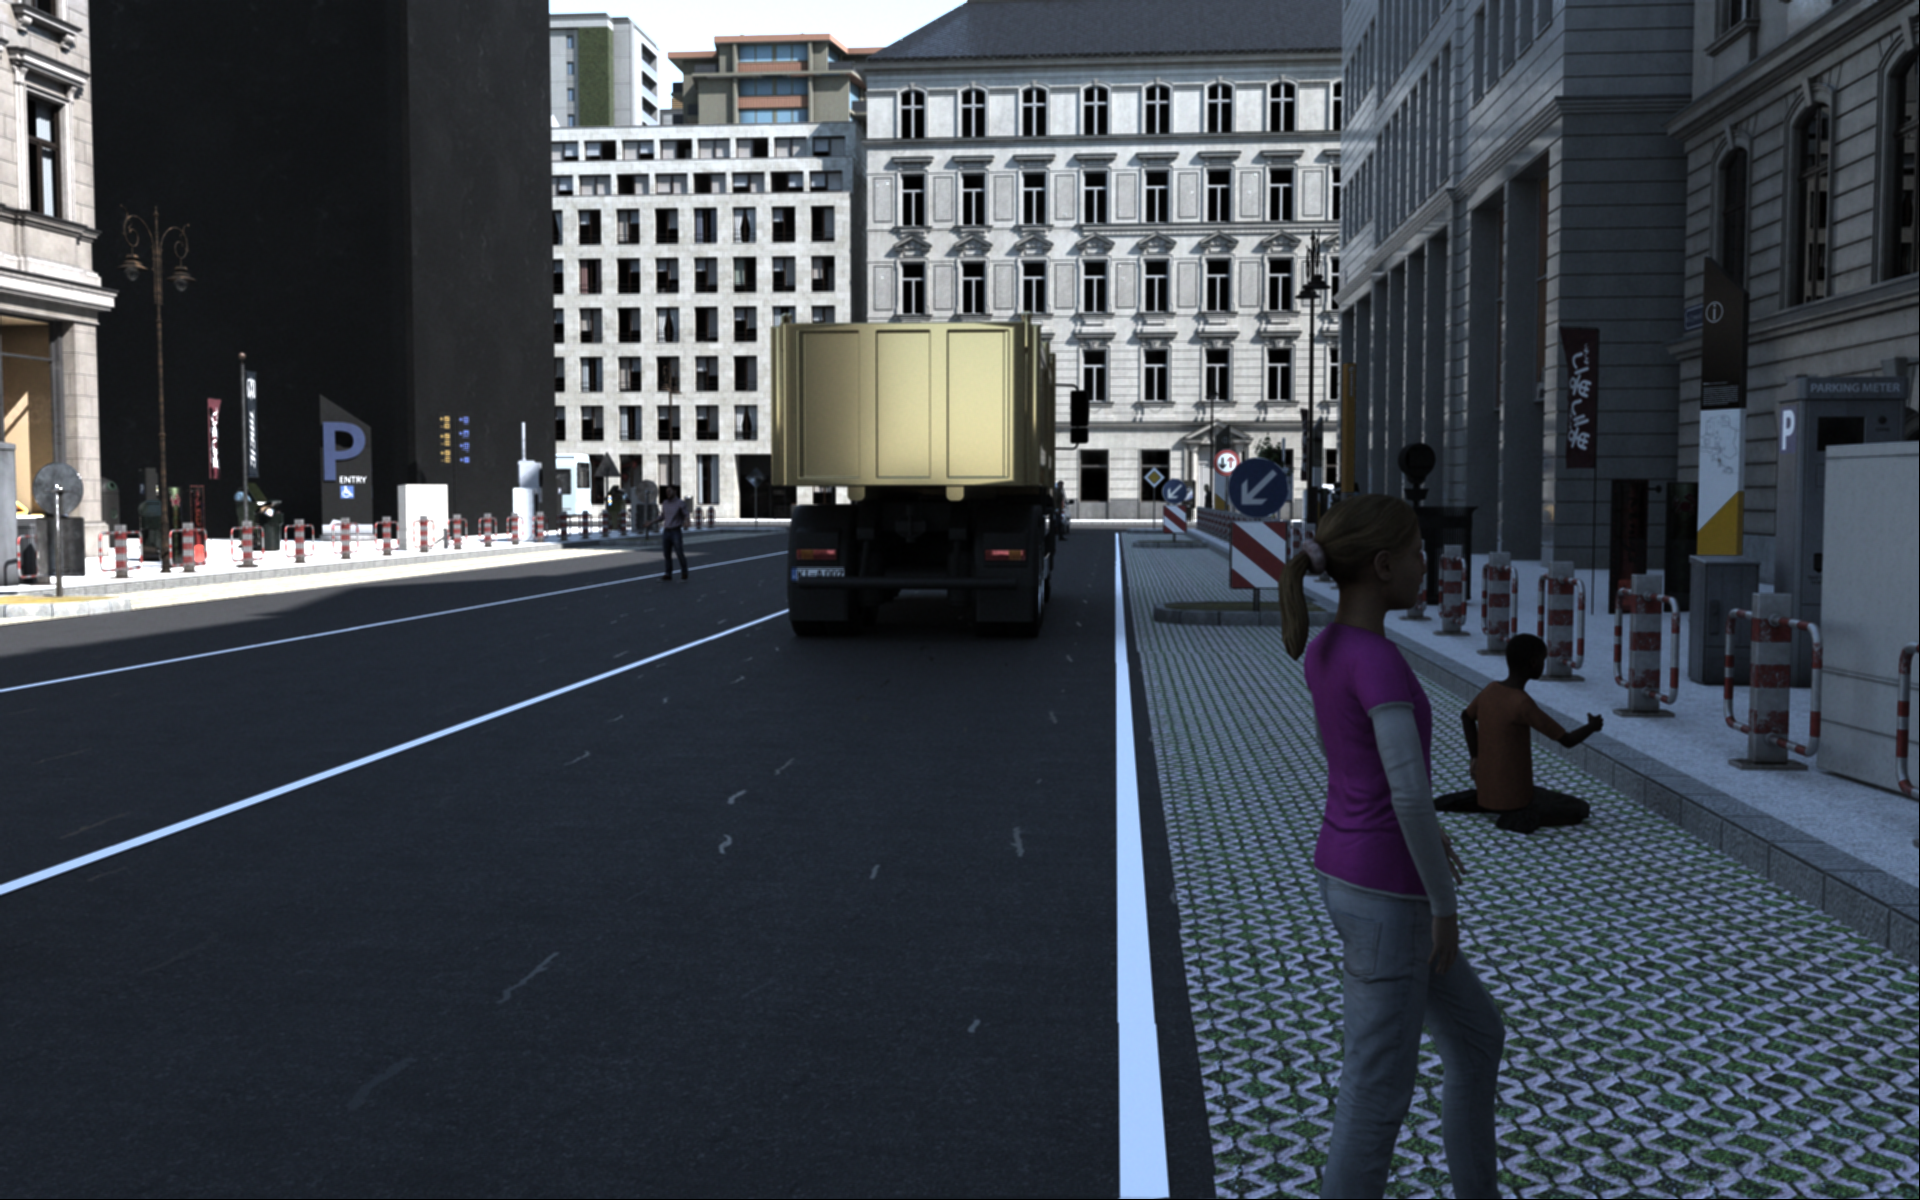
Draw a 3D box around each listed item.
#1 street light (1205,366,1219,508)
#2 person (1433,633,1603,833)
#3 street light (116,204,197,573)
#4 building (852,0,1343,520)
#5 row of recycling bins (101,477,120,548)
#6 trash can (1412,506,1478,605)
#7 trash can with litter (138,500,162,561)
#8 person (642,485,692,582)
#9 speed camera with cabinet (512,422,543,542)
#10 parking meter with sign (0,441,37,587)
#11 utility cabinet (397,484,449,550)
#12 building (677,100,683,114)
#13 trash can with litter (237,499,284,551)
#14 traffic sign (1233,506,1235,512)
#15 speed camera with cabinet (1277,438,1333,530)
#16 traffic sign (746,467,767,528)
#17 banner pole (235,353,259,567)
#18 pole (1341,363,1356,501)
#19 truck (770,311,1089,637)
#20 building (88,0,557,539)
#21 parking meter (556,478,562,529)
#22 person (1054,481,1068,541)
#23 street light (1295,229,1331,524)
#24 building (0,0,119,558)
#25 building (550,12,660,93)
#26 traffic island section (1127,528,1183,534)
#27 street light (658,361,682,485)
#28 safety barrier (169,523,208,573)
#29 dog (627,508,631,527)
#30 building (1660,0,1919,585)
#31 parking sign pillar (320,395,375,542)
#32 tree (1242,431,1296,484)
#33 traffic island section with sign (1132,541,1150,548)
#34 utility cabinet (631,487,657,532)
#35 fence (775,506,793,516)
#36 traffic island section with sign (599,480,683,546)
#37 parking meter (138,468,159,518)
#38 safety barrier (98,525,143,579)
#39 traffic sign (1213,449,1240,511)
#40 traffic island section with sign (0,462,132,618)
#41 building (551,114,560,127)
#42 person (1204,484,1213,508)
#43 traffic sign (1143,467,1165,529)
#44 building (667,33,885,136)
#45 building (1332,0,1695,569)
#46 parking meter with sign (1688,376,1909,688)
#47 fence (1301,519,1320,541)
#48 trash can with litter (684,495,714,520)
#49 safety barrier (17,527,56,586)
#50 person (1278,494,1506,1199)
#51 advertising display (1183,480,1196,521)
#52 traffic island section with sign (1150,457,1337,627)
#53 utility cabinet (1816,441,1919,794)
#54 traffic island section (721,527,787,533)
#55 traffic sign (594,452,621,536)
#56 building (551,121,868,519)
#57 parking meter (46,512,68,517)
[{"bbox_3d":[9.101,-5.494,62.622,0.468,5.910,1.993,0,4,5],"label":"street light"},{"bbox_3d":[2.498,0.564,7.570,0.655,0.850,0.859,-1,4,-14],"label":"person"},{"bbox_3d":[-12.921,-3.377,28.003,0.468,5.910,1.993,0,4,5],"label":"street light"},{"bbox_3d":[17.408,-19.311,92.157,44.131,29.872,17.030,0,4,5],"label":"building"},{"bbox_3d":[-21.261,-2.017,40.088,1.069,1.692,3.534,2,4,32],"label":"row of recycling bins"},{"bbox_3d":[5.637,-0.520,20.159,0.748,1.137,0.748,0,3,0],"label":"trash can"},{"bbox_3d":[-15.573,-1.355,33.539,0.624,1.170,1.055,-1,4,-22],"label":"trash can with litter"},{"bbox_3d":[-4.715,-1.094,28.338,0.963,1.587,0.435,1,4,22],"label":"person"},{"bbox_3d":[-11.738,-3.224,47.052,0.660,3.252,2.038,0,4,-7],"label":"speed camera with cabinet"},{"bbox_3d":[-13.429,-1.693,23.944,0.543,3.016,1.738,1,4,12],"label":"parking meter with sign"},{"bbox_3d":[-12.251,-1.885,39.506,0.318,1.500,1.173,2,4,33],"label":"utility cabinet"},{"bbox_3d":[-48.070,-43.978,261.037,28.212,58.520,21.231,0,4,5],"label":"building"},{"bbox_3d":[-15.772,-1.686,38.961,1.055,1.170,0.624,1,4,15],"label":"trash can with litter"},{"bbox_3d":[9.784,-3.785,61.890,0.884,2.594,0.081,1,4,9],"label":"traffic sign"},{"bbox_3d":[12.099,-4.089,61.194,2.038,3.252,0.660,0,4,5],"label":"speed camera with cabinet"},{"bbox_3d":[-7.600,-3.724,64.538,0.795,2.450,0.064,0,4,5],"label":"traffic sign"},{"bbox_3d":[-12.697,-2.504,30.958,0.401,3.779,0.863,0,4,-1],"label":"banner pole"},{"bbox_3d":[6.068,-2.034,27.096,0.158,3.312,0.155,0,3,0],"label":"pole"},{"bbox_3d":[-0.169,-1.537,21.050,3.469,3.379,9.791,0,4,4],"label":"truck"},{"bbox_3d":[-22.654,-13.783,55.027,15.834,23.373,12.332,0,4,5],"label":"building"},{"bbox_3d":[-14.873,-3.559,63.907,0.255,1.863,0.399,1,4,17],"label":"parking meter"},{"bbox_3d":[2.983,-2.743,53.256,0.836,1.842,0.656,-2,4,-23],"label":"person"},{"bbox_3d":[6.181,-3.529,30.493,0.468,5.910,1.993,0,4,5],"label":"street light"},{"bbox_3d":[-23.537,-10.060,15.393,10.553,20.767,40.483,0,4,5],"label":"building"},{"bbox_3d":[-51.547,-41.010,212.509,28.212,58.520,21.231,0,4,5],"label":"building"},{"bbox_3d":[7.108,-2.508,63.280,2.009,0.180,2.903,0,4,5],"label":"traffic island section"},{"bbox_3d":[-10.035,-5.342,60.136,0.468,5.910,1.993,0,4,5],"label":"street light"},{"bbox_3d":[-12.525,-0.847,28.119,0.300,0.817,1.120,0,4,5],"label":"safety barrier"},{"bbox_3d":[-14.299,-3.617,75.977,0.513,0.831,0.800,-1,4,-16],"label":"dog"},{"bbox_3d":[15.479,-11.726,10.802,14.460,24.649,34.723,0,4,5],"label":"building"},{"bbox_3d":[-16.608,-3.573,46.889,1.447,3.967,1.447,-1,4,-18],"label":"parking sign pillar"},{"bbox_3d":[9.526,-3.577,53.092,1.663,3.219,1.824,0,3,0],"label":"tree"},{"bbox_3d":[5.625,-2.314,46.463,1.989,1.847,2.006,0,4,5],"label":"traffic island section with sign"},{"bbox_3d":[-10.522,-2.999,57.710,0.318,1.500,1.173,1,4,21],"label":"utility cabinet"},{"bbox_3d":[-8.367,-4.415,87.561,2.069,0.683,0.278,0,4,3],"label":"fence"},{"bbox_3d":[-8.780,-2.412,48.058,1.989,1.847,2.006,0,4,5],"label":"traffic island section with sign"},{"bbox_3d":[-19.299,-2.173,41.240,0.399,1.863,0.255,1,4,15],"label":"parking meter"},{"bbox_3d":[-12.694,-0.730,26.210,0.300,0.817,1.120,0,4,5],"label":"safety barrier"},{"bbox_3d":[7.568,-3.002,49.194,0.768,2.556,0.104,1,4,10],"label":"traffic sign"},{"bbox_3d":[-11.215,-0.749,20.879,1.989,1.847,2.006,0,4,5],"label":"traffic island section with sign"},{"bbox_3d":[-39.176,-17.021,97.380,34.723,24.649,14.460,0,4,5],"label":"building"},{"bbox_3d":[9.499,-3.494,65.842,0.699,1.804,1.509,1,4,23],"label":"person"},{"bbox_3d":[7.084,-3.643,63.205,0.795,2.450,0.064,0,4,5],"label":"traffic sign"},{"bbox_3d":[-15.714,-31.435,168.588,22.147,44.769,28.867,0,4,5],"label":"building"},{"bbox_3d":[16.811,-16.230,42.861,11.434,29.767,29.804,0,4,5],"label":"building"},{"bbox_3d":[5.848,-0.935,11.556,1.738,3.016,0.543,0,4,6],"label":"parking meter with sign"},{"bbox_3d":[8.788,-1.575,41.119,0.278,0.683,2.069,-2,4,-32],"label":"fence"},{"bbox_3d":[-13.287,-4.602,86.306,2.233,1.210,1.678,2,4,32],"label":"trash can with litter"},{"bbox_3d":[-12.862,-0.613,24.291,0.300,0.817,1.120,0,4,5],"label":"safety barrier"},{"bbox_3d":[0.865,0.533,3.017,0.776,1.435,0.726,0,4,-7],"label":"person"},{"bbox_3d":[10.854,-4.697,82.016,0.123,1.923,0.974,-1,4,-23],"label":"advertising display"},{"bbox_3d":[3.204,-0.672,19.616,1.989,1.847,2.006,0,4,5],"label":"traffic island section with sign"},{"bbox_3d":[4.128,0.080,7.374,0.318,1.500,1.173,0,4,-2],"label":"utility cabinet"},{"bbox_3d":[-7.624,-2.588,64.602,2.009,0.180,2.903,0,4,5],"label":"traffic island section"},{"bbox_3d":[-10.899,-3.272,53.505,0.884,2.594,0.081,1,4,9],"label":"traffic sign"},{"bbox_3d":[-13.405,-14.579,93.115,16.860,20.320,10.420,0,4,5],"label":"building"},{"bbox_3d":[-16.520,-1.424,31.701,0.372,1.533,0.369,0,3,0],"label":"parking meter"}]
